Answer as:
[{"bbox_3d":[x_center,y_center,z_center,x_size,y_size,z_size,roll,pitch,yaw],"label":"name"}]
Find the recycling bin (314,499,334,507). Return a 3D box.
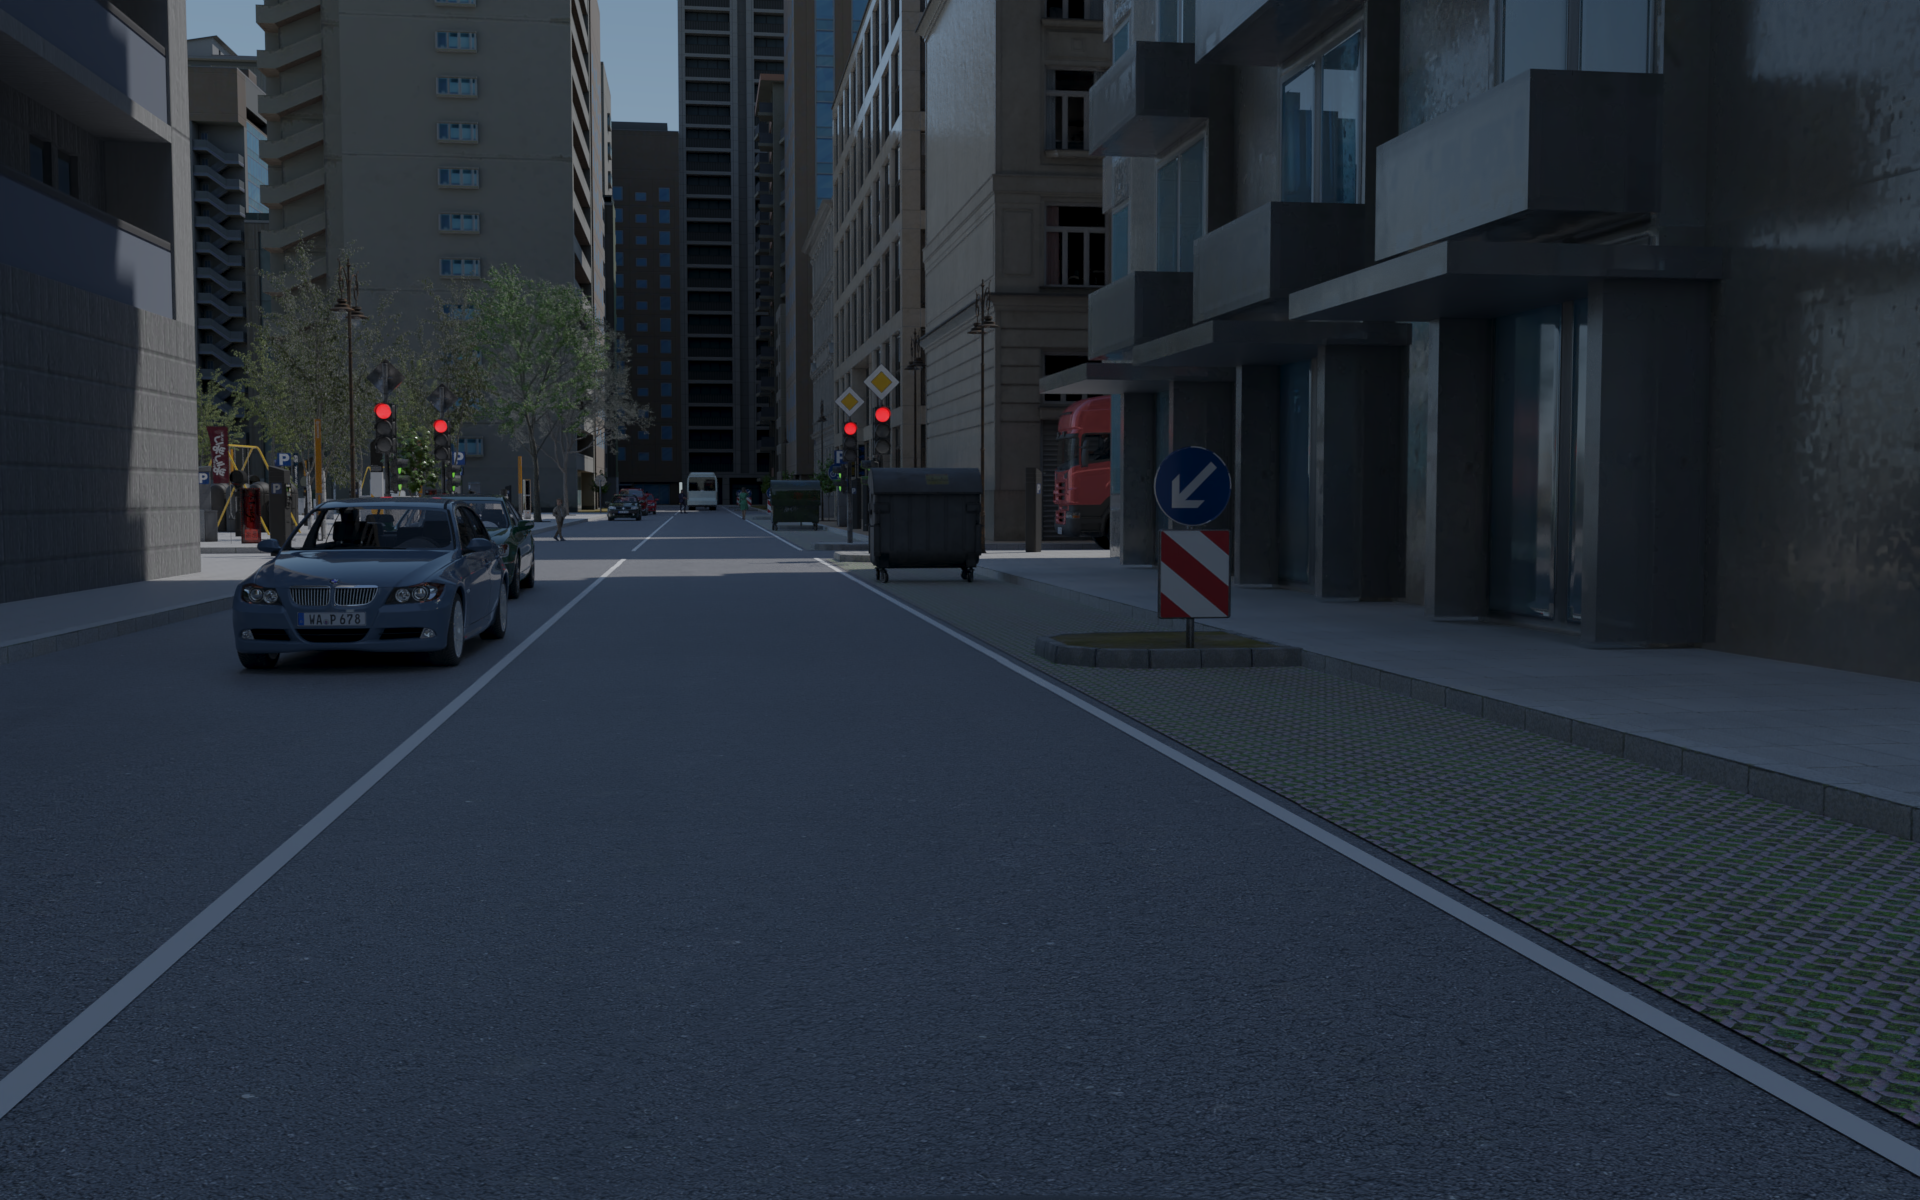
[{"bbox_3d":[-32.340,-4.617,88.039,0.722,1.027,0.722,3,4,37],"label":"recycling bin"}]

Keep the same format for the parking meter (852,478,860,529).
[{"bbox_3d":[-3.824,-3.526,63.354,0.399,1.863,0.255,2,4,33],"label":"parking meter"}]

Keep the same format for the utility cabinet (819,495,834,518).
[{"bbox_3d":[-7.325,-5.047,93.687,1.020,1.237,0.306,-2,4,-31],"label":"utility cabinet"}]

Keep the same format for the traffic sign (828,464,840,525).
[{"bbox_3d":[-5.016,-4.334,70.966,0.768,2.556,0.104,0,4,-3],"label":"traffic sign"}]

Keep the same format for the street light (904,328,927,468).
[{"bbox_3d":[-1.252,-4.627,48.447,0.468,5.910,1.993,-1,4,-9],"label":"street light"}]

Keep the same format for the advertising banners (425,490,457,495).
[{"bbox_3d":[-18.708,-3.983,61.306,2.074,3.025,0.090,1,4,19],"label":"advertising banners"}]

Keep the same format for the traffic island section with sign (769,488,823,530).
[{"bbox_3d":[-6.582,-3.761,70.123,1.989,1.847,2.006,-1,4,-9],"label":"traffic island section with sign"}]

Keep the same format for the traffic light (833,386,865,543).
[{"bbox_3d":[-2.906,-3.450,45.334,0.839,4.253,0.868,-1,4,-9],"label":"traffic light"}]

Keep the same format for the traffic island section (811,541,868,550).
[{"bbox_3d":[-2.865,-1.417,45.454,2.009,0.180,2.903,-1,4,-9],"label":"traffic island section"}]

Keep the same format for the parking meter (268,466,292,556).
[{"bbox_3d":[-14.034,-1.839,35.780,0.399,1.863,0.255,0,4,6],"label":"parking meter"}]

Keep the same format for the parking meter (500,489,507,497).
[{"bbox_3d":[-23.820,-5.016,90.428,0.372,1.533,0.369,0,3,0],"label":"parking meter"}]

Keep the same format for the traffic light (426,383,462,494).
[{"bbox_3d":[-13.051,-3.356,43.794,0.839,4.253,0.868,-1,4,-9],"label":"traffic light"}]

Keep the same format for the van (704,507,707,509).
[{"bbox_3d":[-26.124,-10.152,172.999,2.013,2.044,4.112,-1,4,-8],"label":"van"}]

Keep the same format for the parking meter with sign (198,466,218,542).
[{"bbox_3d":[-20.684,-3.102,46.972,1.738,3.016,0.543,3,5,43],"label":"parking meter with sign"}]

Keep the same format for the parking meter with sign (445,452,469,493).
[{"bbox_3d":[-20.620,-4.529,70.309,0.543,3.016,1.738,0,4,4],"label":"parking meter with sign"}]

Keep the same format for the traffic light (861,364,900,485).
[{"bbox_3d":[-1.716,-2.967,37.438,0.839,4.253,0.868,-1,4,-9],"label":"traffic light"}]

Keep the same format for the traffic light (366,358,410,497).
[{"bbox_3d":[-11.860,-2.873,35.898,0.839,4.253,0.868,-1,4,-9],"label":"traffic light"}]

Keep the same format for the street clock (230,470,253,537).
[{"bbox_3d":[-21.717,-2.911,52.168,0.471,2.002,0.358,1,4,9],"label":"street clock"}]

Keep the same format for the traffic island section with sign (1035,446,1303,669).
[{"bbox_3d":[1.712,-0.395,15.094,1.989,1.847,2.006,-1,4,-9],"label":"traffic island section with sign"}]

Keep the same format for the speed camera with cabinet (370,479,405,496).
[{"bbox_3d":[-33.707,-6.586,102.011,2.038,3.252,0.660,1,4,17],"label":"speed camera with cabinet"}]

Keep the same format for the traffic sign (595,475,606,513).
[{"bbox_3d":[-23.994,-7.061,115.545,0.768,2.556,0.104,0,4,1],"label":"traffic sign"}]

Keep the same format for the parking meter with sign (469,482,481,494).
[{"bbox_3d":[-31.228,-7.048,111.495,1.738,3.016,0.543,-2,4,-33],"label":"parking meter with sign"}]

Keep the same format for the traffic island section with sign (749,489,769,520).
[{"bbox_3d":[-10.602,-5.391,96.778,1.989,1.847,2.006,-1,4,-9],"label":"traffic island section with sign"}]

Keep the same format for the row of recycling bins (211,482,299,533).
[{"bbox_3d":[-23.821,-3.131,58.302,3.534,1.692,1.069,1,4,19],"label":"row of recycling bins"}]

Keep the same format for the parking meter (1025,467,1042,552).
[{"bbox_3d":[1.624,-1.988,38.213,0.255,1.863,0.399,2,4,25],"label":"parking meter"}]

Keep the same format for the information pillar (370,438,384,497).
[{"bbox_3d":[-22.219,-4.568,66.042,0.504,3.616,0.183,1,4,9],"label":"information pillar"}]

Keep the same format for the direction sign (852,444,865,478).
[{"bbox_3d":[-4.704,-5.315,78.894,0.876,3.537,0.379,-3,4,-36],"label":"direction sign"}]

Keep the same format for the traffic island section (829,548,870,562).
[{"bbox_3d":[-1.674,-0.934,37.558,2.009,0.180,2.903,-1,4,-9],"label":"traffic island section"}]

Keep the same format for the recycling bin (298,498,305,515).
[{"bbox_3d":[-40.558,-5.733,106.284,0.722,1.027,0.722,-1,4,-14],"label":"recycling bin"}]

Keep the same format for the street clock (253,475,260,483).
[{"bbox_3d":[-27.006,-3.770,66.211,0.358,2.002,0.471,3,4,37],"label":"street clock"}]

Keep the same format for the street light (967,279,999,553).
[{"bbox_3d":[0.488,-3.952,37.401,0.468,5.910,1.993,-1,4,-9],"label":"street light"}]

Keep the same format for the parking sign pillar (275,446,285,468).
[{"bbox_3d":[-38.169,-6.650,97.198,1.447,3.967,1.447,-1,4,-12],"label":"parking sign pillar"}]

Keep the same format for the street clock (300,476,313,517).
[{"bbox_3d":[-26.183,-3.966,69.422,0.471,2.002,0.358,1,4,22],"label":"street clock"}]

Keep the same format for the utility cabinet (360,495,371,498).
[{"bbox_3d":[-26.220,-4.043,77.266,1.020,1.237,0.306,1,4,9],"label":"utility cabinet"}]

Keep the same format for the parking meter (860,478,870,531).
[{"bbox_3d":[-3.133,-3.297,59.624,0.399,1.863,0.255,-3,5,-45],"label":"parking meter"}]

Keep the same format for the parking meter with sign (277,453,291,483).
[{"bbox_3d":[-28.355,-4.677,72.732,0.543,3.016,1.738,-1,4,-21],"label":"parking meter with sign"}]

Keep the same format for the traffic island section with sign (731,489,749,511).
[{"bbox_3d":[-18.046,-8.408,146.105,1.989,1.847,2.006,-1,4,-9],"label":"traffic island section with sign"}]

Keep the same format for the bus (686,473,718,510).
[{"bbox_3d":[-23.168,-9.839,155.721,2.948,3.499,13.247,-1,4,-8],"label":"bus"}]

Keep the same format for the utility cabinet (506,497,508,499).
[{"bbox_3d":[-14.883,-2.723,55.686,0.306,1.237,1.020,1,4,12],"label":"utility cabinet"}]

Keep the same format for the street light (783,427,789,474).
[{"bbox_3d":[-12.036,-8.979,119.601,0.468,5.910,1.993,-1,4,-9],"label":"street light"}]

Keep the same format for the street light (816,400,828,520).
[{"bbox_3d":[-6.686,-6.803,84.018,0.468,5.910,1.993,-1,4,-9],"label":"street light"}]

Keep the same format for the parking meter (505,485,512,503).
[{"bbox_3d":[-29.665,-6.605,113.704,0.399,1.863,0.255,0,4,2],"label":"parking meter"}]

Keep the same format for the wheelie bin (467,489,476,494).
[{"bbox_3d":[-29.269,-5.848,103.524,0.693,1.594,0.980,-1,4,-19],"label":"wheelie bin"}]

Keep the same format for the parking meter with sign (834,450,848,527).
[{"bbox_3d":[-4.615,-4.396,68.137,0.543,3.016,1.738,0,4,-8],"label":"parking meter with sign"}]

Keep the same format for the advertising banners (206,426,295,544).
[{"bbox_3d":[-18.332,-2.973,44.793,2.074,3.025,0.090,-2,4,-27],"label":"advertising banners"}]

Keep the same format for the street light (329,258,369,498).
[{"bbox_3d":[-11.985,-3.750,34.103,0.468,5.910,1.993,-1,4,-9],"label":"street light"}]

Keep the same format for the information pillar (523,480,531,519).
[{"bbox_3d":[-22.119,-5.136,88.462,0.304,2.012,0.304,-2,4,-33],"label":"information pillar"}]

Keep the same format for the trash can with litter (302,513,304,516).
[{"bbox_3d":[-38.655,-5.666,103.693,2.233,1.210,1.678,-1,4,-11],"label":"trash can with litter"}]

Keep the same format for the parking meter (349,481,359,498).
[{"bbox_3d":[-28.070,-4.560,80.270,0.399,1.863,0.255,-2,4,-31],"label":"parking meter"}]
